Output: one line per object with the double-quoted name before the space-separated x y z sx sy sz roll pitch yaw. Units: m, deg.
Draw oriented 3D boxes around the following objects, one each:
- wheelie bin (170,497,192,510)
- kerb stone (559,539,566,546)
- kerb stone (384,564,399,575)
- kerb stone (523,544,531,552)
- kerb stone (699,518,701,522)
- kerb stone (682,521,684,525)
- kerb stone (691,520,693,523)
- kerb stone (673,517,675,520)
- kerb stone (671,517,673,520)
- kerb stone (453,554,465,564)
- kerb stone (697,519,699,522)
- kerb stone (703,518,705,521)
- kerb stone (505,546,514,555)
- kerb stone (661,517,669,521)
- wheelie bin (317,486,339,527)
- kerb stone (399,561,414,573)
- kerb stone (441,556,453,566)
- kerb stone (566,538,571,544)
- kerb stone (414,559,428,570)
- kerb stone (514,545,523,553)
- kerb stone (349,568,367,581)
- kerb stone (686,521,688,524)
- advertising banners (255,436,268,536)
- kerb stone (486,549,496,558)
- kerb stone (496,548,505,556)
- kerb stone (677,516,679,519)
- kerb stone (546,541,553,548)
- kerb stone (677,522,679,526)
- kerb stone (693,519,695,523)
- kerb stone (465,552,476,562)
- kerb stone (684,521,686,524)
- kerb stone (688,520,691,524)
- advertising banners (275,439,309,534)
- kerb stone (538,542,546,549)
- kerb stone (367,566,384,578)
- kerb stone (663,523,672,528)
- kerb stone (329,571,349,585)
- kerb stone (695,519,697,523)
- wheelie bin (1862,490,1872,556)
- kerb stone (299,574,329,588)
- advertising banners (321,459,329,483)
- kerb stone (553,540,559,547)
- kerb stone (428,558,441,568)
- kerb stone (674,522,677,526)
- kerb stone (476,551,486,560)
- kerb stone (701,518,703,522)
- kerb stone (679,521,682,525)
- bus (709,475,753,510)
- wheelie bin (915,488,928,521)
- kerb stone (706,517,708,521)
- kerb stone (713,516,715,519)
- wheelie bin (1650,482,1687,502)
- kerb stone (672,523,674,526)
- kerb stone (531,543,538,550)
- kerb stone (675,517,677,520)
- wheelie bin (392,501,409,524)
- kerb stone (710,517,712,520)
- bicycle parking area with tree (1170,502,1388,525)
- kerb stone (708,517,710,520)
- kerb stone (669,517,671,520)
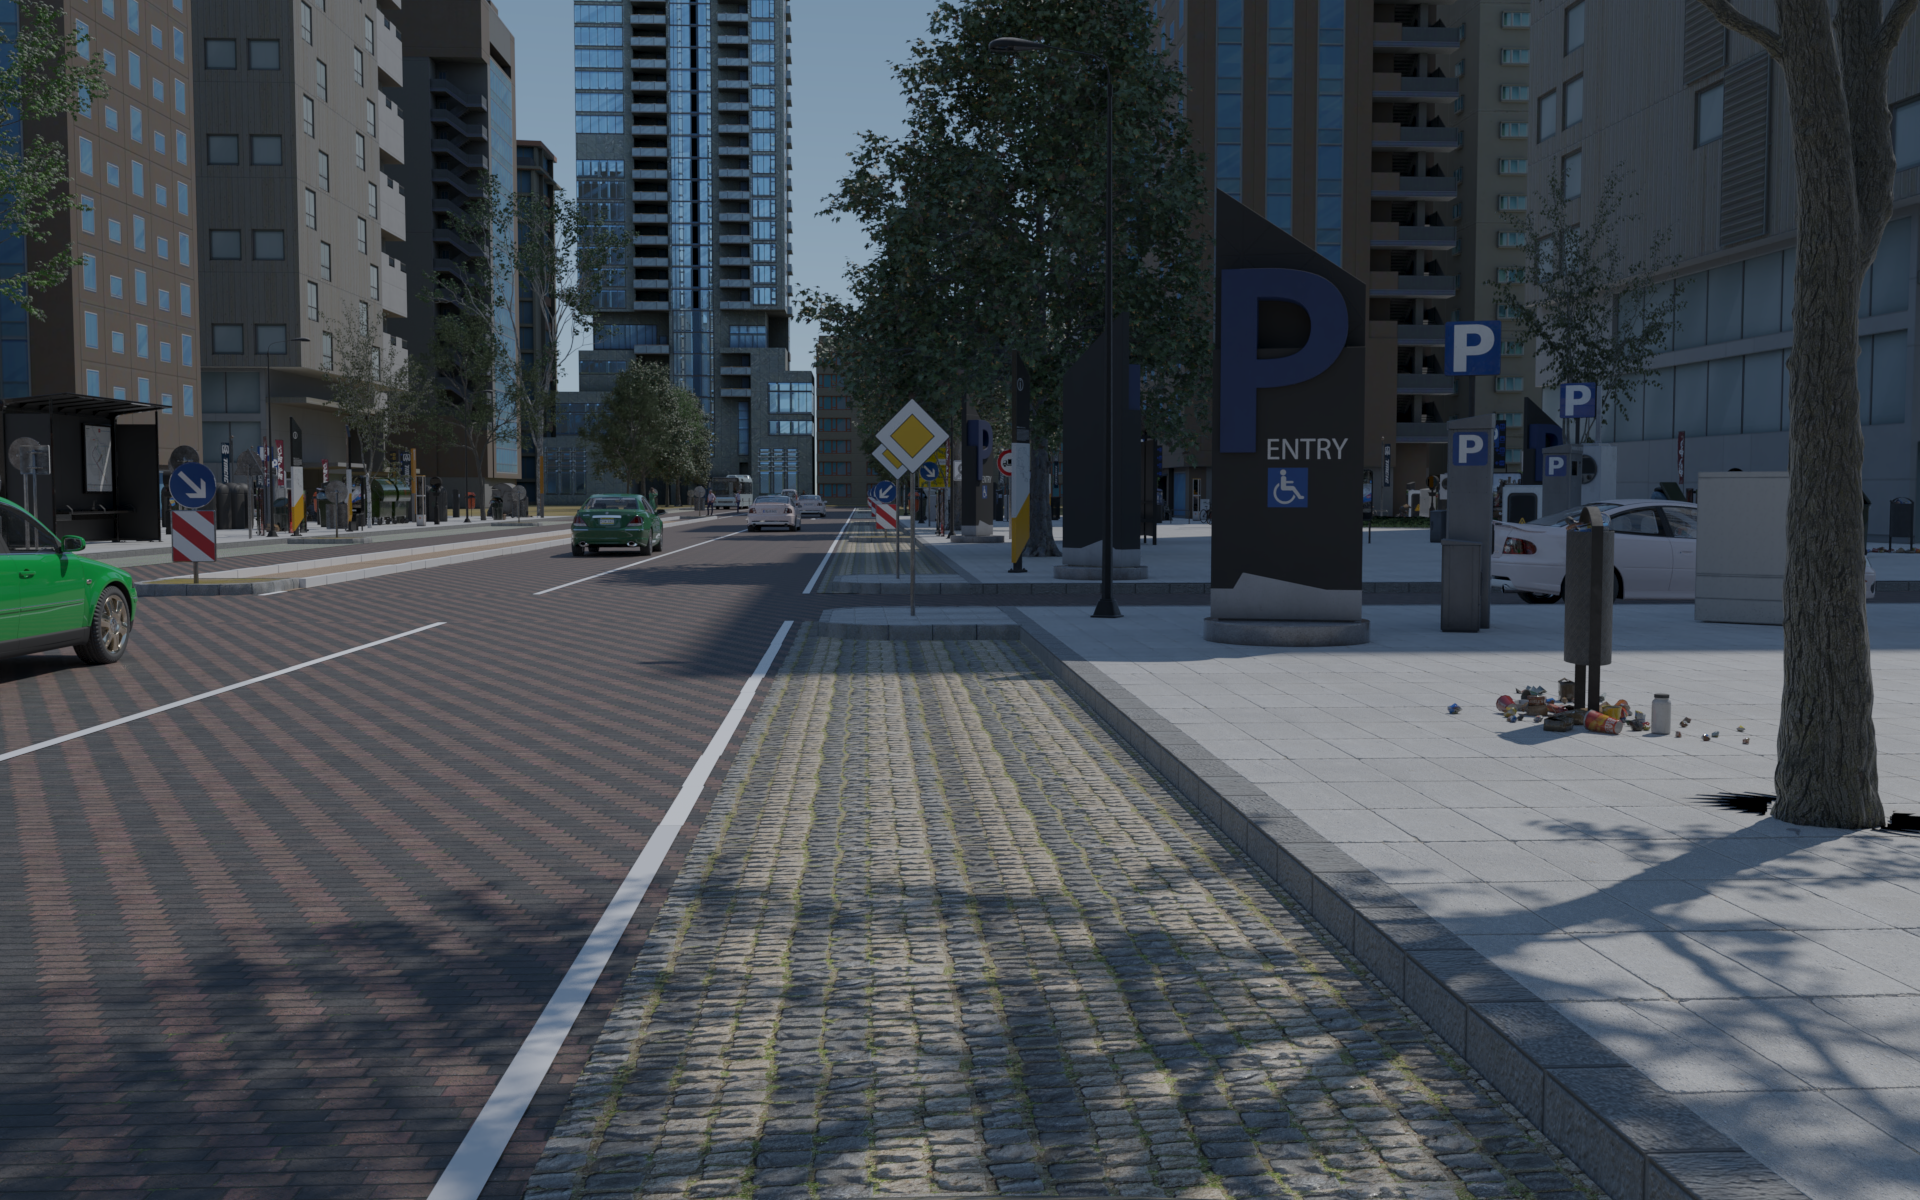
"wheelie bin" -26.310 -3.113 58.810 0.693 1.594 0.980 2 4 23
"kerb stone" -11.207 -1.595 48.268 0.120 0.150 1.000 0 4 -3
"kerb stone" -10.242 -0.531 30.870 0.120 0.150 1.000 0 4 -3
"kerb stone" -10.913 -1.282 43.158 0.120 0.150 1.000 0 4 -3
"kerb stone" -13.428 -4.034 88.156 0.120 0.150 1.000 0 4 -3
"kerb stone" -12.969 -3.532 79.966 0.120 0.150 1.000 0 4 -3
"kerb stone" -13.192 -3.776 84.055 0.120 0.150 1.000 0 4 -3
"kerb stone" -15.926 -4.468 95.244 0.120 0.150 1.000 0 4 -3
"kerb stone" -15.864 -4.405 94.223 0.120 0.150 1.000 0 4 -3
"kerb stone" -10.520 -0.844 35.997 0.120 0.150 1.000 0 4 -3
"kerb stone" -13.365 -3.972 87.136 0.120 0.150 1.000 0 4 -3
"kerb stone" -13.542 -4.160 90.205 0.120 0.150 1.000 0 4 -3
"kerb stone" -10.809 -1.157 41.115 0.120 0.150 1.000 0 4 -3
"kerb stone" -15.748 -4.280 92.178 0.120 0.150 1.000 0 4 -3
"wheelie bin" -24.389 -3.606 66.865 0.693 1.594 0.980 0 4 6
"kerb stone" -10.298 -0.583 31.894 0.120 0.150 1.000 0 4 -3
"kerb stone" -10.464 -0.776 34.964 0.120 0.150 1.000 0 4 -3
"kerb stone" -11.260 -1.656 49.292 0.120 0.150 1.000 0 4 -3
"kerb stone" -10.354 -0.656 32.922 0.120 0.150 1.000 0 4 -3
"kerb stone" -10.859 -1.220 42.136 0.120 0.150 1.000 0 4 -3
"kerb stone" -10.124 -0.402 28.830 0.120 0.150 1.000 0 4 -3
"kerb stone" -13.087 -3.658 82.007 0.120 0.150 1.000 0 4 -3
"advertising banners" -21.404 -3.479 53.076 0.090 3.025 2.074 -2 4 -31
"kerb stone" -10.696 -1.032 39.073 0.120 0.150 1.000 0 4 -3
"kerb stone" -10.757 -1.092 40.094 0.120 0.150 1.000 0 4 -3
"kerb stone" -16.027 -4.594 97.299 0.120 0.150 1.000 0 4 -3
"kerb stone" -11.094 -1.470 46.226 0.120 0.150 1.000 0 4 -3
"kerb stone" -12.860 -3.401 77.925 0.120 0.150 1.000 0 4 -3
"kerb stone" -13.259 -3.842 85.088 0.120 0.150 1.000 0 4 -3
"kerb stone" -10.578 -0.907 37.018 0.120 0.150 1.000 0 4 -3
"kerb stone" -13.028 -3.591 80.987 0.120 0.150 1.000 0 4 -3
"kerb stone" -13.142 -3.720 83.028 0.120 0.150 1.000 0 4 -3
"advertising banners" -21.762 -3.683 56.407 0.090 3.025 2.074 0 4 6
"kerb stone" -11.031 -1.407 45.206 0.120 0.150 1.000 0 4 -3
"kerb stone" -10.178 -0.467 29.850 0.120 0.150 1.000 0 4 -3
"kerb stone" -12.684 -3.221 74.853 0.120 0.150 1.000 0 4 -3
"kerb stone" -10.066 -0.343 27.808 0.120 0.150 1.000 0 4 -3
"kerb stone" -13.310 -3.909 86.111 0.120 0.150 1.000 0 4 -3
"wheelie bin" 18.005 -1.656 34.983 0.693 1.594 0.980 2 4 26
"kerb stone" -10.016 -0.281 26.787 0.120 0.150 1.000 0 4 -3
"advertising banners" -31.397 -5.557 87.050 0.090 3.025 2.074 1 4 18
"kerb stone" -11.147 -1.532 47.247 0.120 0.150 1.000 0 4 -3
"kerb stone" -10.403 -0.718 33.943 0.120 0.150 1.000 0 4 -3
"kerb stone" -12.800 -3.346 76.896 0.120 0.150 1.000 0 4 -3
"kerb stone" -10.635 -0.969 38.043 0.120 0.150 1.000 0 4 -3
"kerb stone" -13.488 -4.097 89.182 0.120 0.150 1.000 0 4 -3
"kerb stone" -12.913 -3.471 78.945 0.120 0.150 1.000 0 4 -3
"bus" -21.485 -10.303 163.308 2.948 3.499 13.247 0 4 -1
"wheelie bin" -1.993 -4.617 83.393 0.693 1.594 0.980 -3 4 -38
"kerb stone" -13.653 -4.284 92.251 0.120 0.150 1.000 0 4 -3
"kerb stone" -13.874 -4.535 96.340 0.120 0.150 1.000 0 4 -3
"wheelie bin" 18.519 -2.292 45.375 0.980 1.594 0.693 -2 4 -29
"kerb stone" -12.736 -3.280 75.876 0.120 0.150 1.000 0 4 -3
"kerb stone" -10.977 -1.341 44.180 0.120 0.150 1.000 0 4 -3
"kerb stone" -15.976 -4.526 96.275 0.120 0.150 1.000 0 4 -3
"wheelie bin" -24.455 -4.137 75.553 0.980 1.594 0.693 3 5 39
"kerb stone" -13.765 -4.410 94.299 0.120 0.150 1.000 0 4 -3
"bicycle parking area with tree" 13.479 -5.283 73.384 8.231 4.147 9.016 0 4 -6
"kerb stone" -13.709 -4.347 93.275 0.120 0.150 1.000 0 4 -3
"kerb stone" -15.802 -4.343 93.203 0.120 0.150 1.000 0 4 -3
